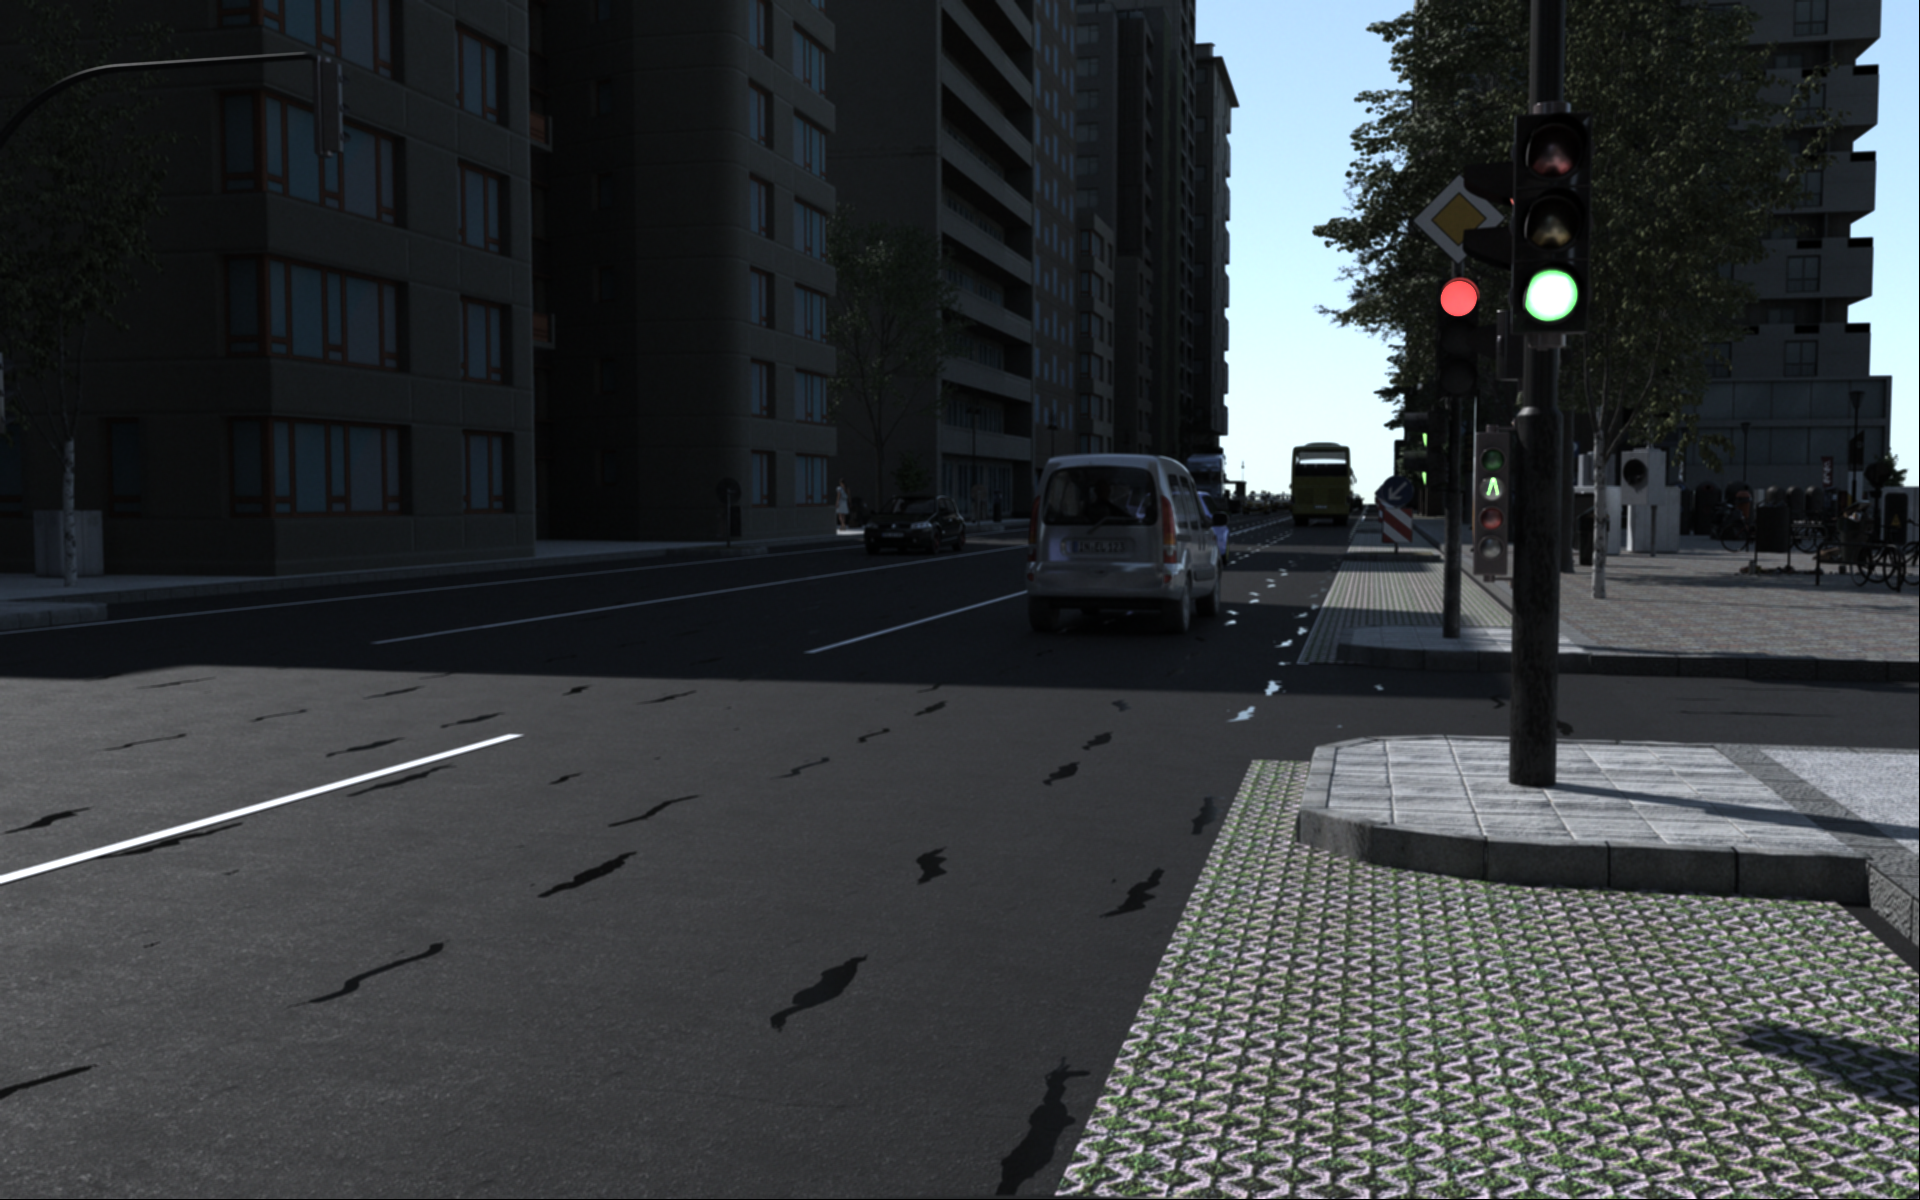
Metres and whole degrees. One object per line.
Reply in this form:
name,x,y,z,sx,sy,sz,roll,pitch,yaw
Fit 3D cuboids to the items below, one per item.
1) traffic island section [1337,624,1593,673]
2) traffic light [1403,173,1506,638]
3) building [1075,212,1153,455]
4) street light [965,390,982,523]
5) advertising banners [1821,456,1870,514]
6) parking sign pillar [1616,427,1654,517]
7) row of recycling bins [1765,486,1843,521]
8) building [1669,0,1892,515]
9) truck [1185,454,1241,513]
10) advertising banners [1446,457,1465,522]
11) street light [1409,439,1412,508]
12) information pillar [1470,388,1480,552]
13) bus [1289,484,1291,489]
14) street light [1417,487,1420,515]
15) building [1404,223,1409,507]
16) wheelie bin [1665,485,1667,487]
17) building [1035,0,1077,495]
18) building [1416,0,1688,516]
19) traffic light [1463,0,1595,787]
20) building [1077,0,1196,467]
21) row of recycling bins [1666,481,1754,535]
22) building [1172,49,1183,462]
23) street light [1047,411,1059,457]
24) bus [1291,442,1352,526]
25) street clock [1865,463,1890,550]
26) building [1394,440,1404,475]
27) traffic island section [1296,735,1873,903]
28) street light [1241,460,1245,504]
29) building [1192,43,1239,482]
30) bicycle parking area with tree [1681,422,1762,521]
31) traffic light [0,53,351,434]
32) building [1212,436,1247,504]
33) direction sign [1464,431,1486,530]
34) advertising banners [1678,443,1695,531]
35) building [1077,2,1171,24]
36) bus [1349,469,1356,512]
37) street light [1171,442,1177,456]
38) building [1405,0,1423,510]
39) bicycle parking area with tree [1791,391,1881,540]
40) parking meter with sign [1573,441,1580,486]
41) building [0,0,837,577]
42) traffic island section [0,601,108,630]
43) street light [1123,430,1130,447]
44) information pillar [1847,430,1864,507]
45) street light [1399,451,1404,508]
traffic island section,4.410,0.417,15.467,2.009,0.180,2.903,1,4,13
traffic light,4.374,-1.617,15.362,0.839,4.253,0.868,1,4,13
building,-1.870,-17.049,123.796,27.650,21.520,28.899,1,4,13
street light,0.613,-6.307,75.910,0.468,5.910,1.993,1,4,13
advertising banners,40.825,-5.121,79.919,2.074,3.025,0.090,1,4,23
parking sign pillar,25.437,-4.699,65.296,1.447,3.967,1.447,1,4,20
row of recycling bins,40.883,-4.692,83.821,3.534,1.692,1.069,0,4,3
building,47.567,-32.648,123.038,28.713,52.752,27.495,1,4,13
truck,17.935,-8.099,122.170,2.967,4.110,18.799,1,4,13
advertising banners,22.993,-5.088,79.375,0.090,3.025,2.074,-2,4,-34
street light,34.759,-9.836,133.599,0.468,5.910,1.993,1,4,13
information pillar,11.499,-2.888,38.578,0.183,3.616,0.504,1,4,13
bus,38.757,-12.147,193.457,2.948,3.499,13.247,1,4,15
street light,27.981,-8.116,105.491,0.468,5.910,1.993,1,4,13
building,52.453,-24.723,175.923,14.160,30.474,14.107,1,4,13
wheelie bin,23.861,-3.095,58.514,0.693,1.594,0.980,-1,4,-12
building,-1.234,-27.559,100.693,14.600,45.320,14.200,1,4,13
building,35.174,-27.811,104.821,14.600,45.320,14.200,1,4,13
traffic light,0.464,-2.035,7.940,4.771,5.953,1.251,1,4,13
building,16.571,-45.684,185.191,20.563,71.187,20.611,1,4,13
row of recycling bins,22.976,-2.892,54.391,3.534,1.692,1.069,1,4,16
building,12.211,-28.915,156.351,14.154,41.232,14.086,1,4,13
street light,5.065,-7.448,94.564,0.468,5.910,1.993,1,4,13
bus,17.085,-5.519,81.788,2.896,3.916,12.252,1,4,12
street clock,21.125,-2.162,39.917,0.471,2.002,0.358,0,4,4
building,61.282,-54.010,195.736,22.319,86.520,31.000,1,4,13
traffic island section,2.556,0.892,7.699,2.009,0.180,2.903,1,4,13
street light,37.916,-15.867,232.220,0.468,5.910,1.993,1,4,13
building,18.374,-38.001,210.555,28.713,52.752,27.495,1,4,13
bicycle parking area with tree,31.473,-5.195,71.936,9.016,4.147,8.231,1,4,11
traffic light,-8.809,-2.682,18.519,4.771,5.953,1.251,1,4,13
building,22.675,-33.324,236.733,32.217,40.220,23.993,1,4,13
direction sign,18.646,-4.327,62.737,0.379,3.537,0.876,-3,5,-43
advertising banners,25.102,-3.887,59.743,0.090,3.025,2.074,3,5,41
building,9.408,-28.072,142.565,14.154,41.232,14.086,1,4,13
bus,30.403,-9.078,139.971,2.896,3.916,12.252,1,4,14
street light,18.663,-10.908,151.137,0.468,5.910,1.993,1,4,13
building,49.700,-32.085,148.290,21.300,48.544,21.600,1,4,13
bicycle parking area with tree,27.387,-3.702,47.526,8.231,4.147,9.016,2,4,26
parking meter with sign,20.436,-3.759,57.726,0.543,3.016,1.738,2,4,26
building,-20.701,-12.133,43.408,27.650,21.520,28.899,1,4,13
traffic island section,-10.901,0.194,19.114,2.009,0.180,2.903,1,4,13
street light,11.816,-9.166,122.653,0.468,5.910,1.993,1,4,13
information pillar,32.452,-4.365,62.729,0.504,3.616,0.183,1,4,20
street light,47.213,-13.050,186.149,0.468,5.910,1.993,1,4,13
